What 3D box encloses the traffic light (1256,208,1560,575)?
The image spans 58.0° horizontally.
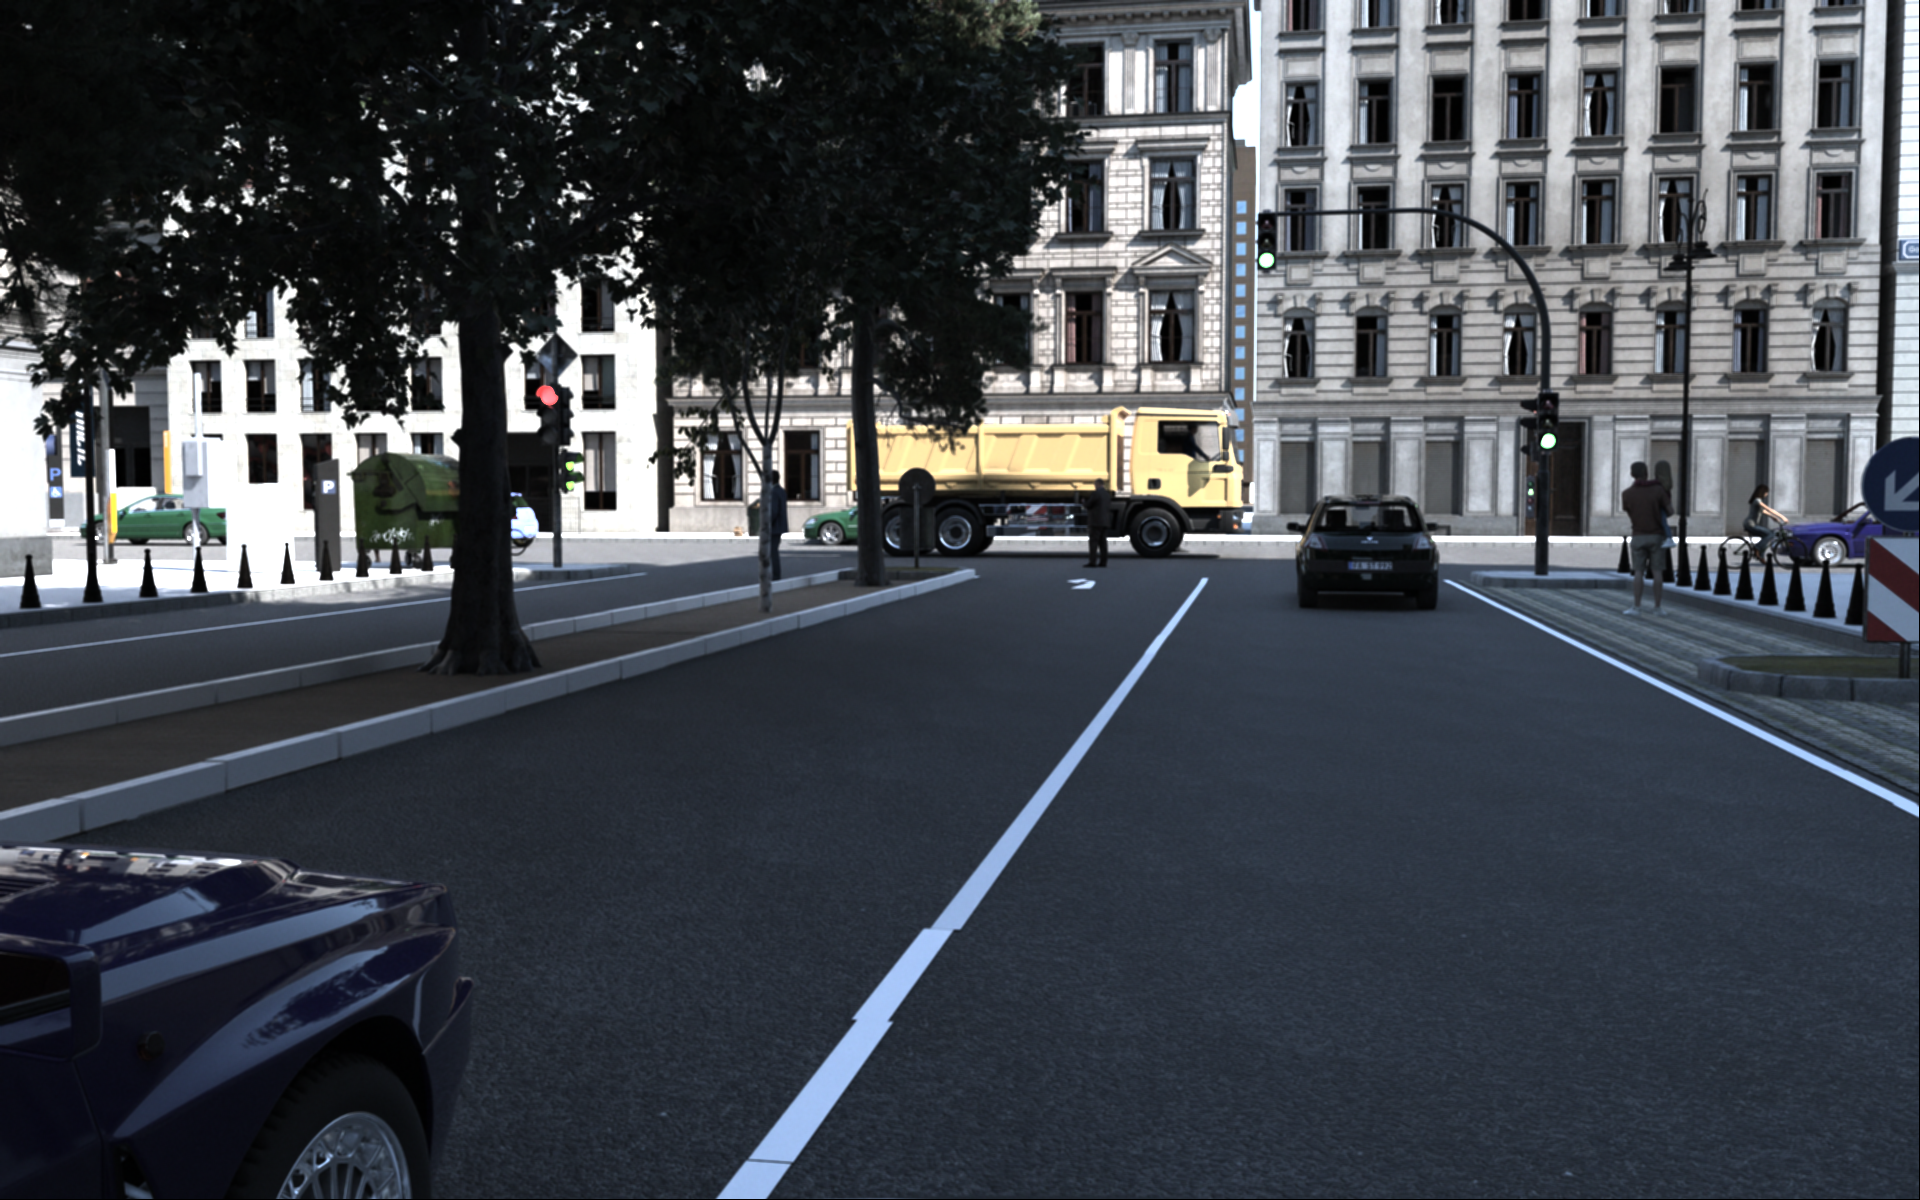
[{"bbox_3d":[7.108,-3.235,27.557,4.771,5.953,1.251,1,4,10],"label":"traffic light"}]

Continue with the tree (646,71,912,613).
[{"bbox_3d":[-2.318,-4.160,20.843,4.360,8.622,3.978,0,3,0],"label":"tree"}]

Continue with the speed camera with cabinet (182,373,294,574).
[{"bbox_3d":[-11.790,-2.074,28.250,2.038,3.252,0.660,2,4,30],"label":"speed camera with cabinet"}]

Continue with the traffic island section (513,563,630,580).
[{"bbox_3d":[-7.063,-0.493,30.341,2.009,0.180,2.903,1,4,10],"label":"traffic island section"}]

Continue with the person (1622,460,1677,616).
[{"bbox_3d":[8.129,-0.727,20.359,0.580,1.828,0.573,-1,4,-17],"label":"person"}]

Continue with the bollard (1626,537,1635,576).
[{"bbox_3d":[10.636,-0.680,27.166,0.229,0.601,0.229,0,3,0],"label":"bollard"}]

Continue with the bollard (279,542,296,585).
[{"bbox_3d":[-9.546,-0.522,24.578,0.229,0.601,0.229,0,3,0],"label":"bollard"}]

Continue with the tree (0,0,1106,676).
[{"bbox_3d":[-3.834,-5.770,13.805,9.611,12.733,9.660,0,3,0],"label":"tree"}]

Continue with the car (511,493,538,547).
[{"bbox_3d":[-13.248,-2.254,46.442,3.694,1.707,1.945,1,4,10],"label":"car"}]

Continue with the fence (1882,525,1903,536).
[{"bbox_3d":[10.386,-0.493,19.267,0.480,1.192,2.264,1,4,22],"label":"fence"}]

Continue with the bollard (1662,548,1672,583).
[{"bbox_3d":[10.274,-0.556,25.135,0.229,0.601,0.229,0,3,0],"label":"bollard"}]

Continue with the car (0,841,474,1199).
[{"bbox_3d":[-1.950,0.678,1.494,1.945,1.354,3.894,1,4,10],"label":"car"}]

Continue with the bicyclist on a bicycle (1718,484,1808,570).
[{"bbox_3d":[15.276,-1.401,32.920,1.625,1.676,1.499,1,4,9],"label":"bicyclist on a bicycle"}]

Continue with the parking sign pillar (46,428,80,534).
[{"bbox_3d":[-29.526,-4.163,56.536,1.447,3.967,1.447,-2,4,-27],"label":"parking sign pillar"}]

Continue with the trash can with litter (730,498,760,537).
[{"bbox_3d":[-6.341,-2.470,51.778,1.055,1.170,0.624,-1,4,-14],"label":"trash can with litter"}]

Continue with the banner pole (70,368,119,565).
[{"bbox_3d":[-15.722,-2.528,31.343,0.863,3.779,0.401,0,4,5],"label":"banner pole"}]

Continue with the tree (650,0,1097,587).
[{"bbox_3d":[-1.466,-6.241,26.559,6.751,12.117,7.091,0,3,0],"label":"tree"}]

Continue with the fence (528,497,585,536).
[{"bbox_3d":[-12.787,-2.603,53.759,2.264,1.192,0.480,1,4,12],"label":"fence"}]

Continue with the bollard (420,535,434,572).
[{"bbox_3d":[-8.817,-0.772,28.656,0.229,0.601,0.229,0,3,0],"label":"bollard"}]

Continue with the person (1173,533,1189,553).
[{"bbox_3d":[5.361,-2.070,42.472,0.434,1.807,0.598,-1,4,-14],"label":"person"}]

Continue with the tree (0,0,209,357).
[{"bbox_3d":[-5.375,-4.953,5.496,6.751,12.117,7.091,0,3,0],"label":"tree"}]

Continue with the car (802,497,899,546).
[{"bbox_3d":[-2.003,-2.248,48.550,4.920,1.459,2.131,1,4,10],"label":"car"}]

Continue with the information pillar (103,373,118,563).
[{"bbox_3d":[-15.895,-2.507,32.342,0.183,3.616,0.504,-3,5,-41],"label":"information pillar"}]

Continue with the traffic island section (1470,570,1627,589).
[{"bbox_3d":[9.221,-0.315,27.438,2.009,0.180,2.903,1,4,10],"label":"traffic island section"}]

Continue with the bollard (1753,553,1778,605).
[{"bbox_3d":[9.362,-0.245,20.044,0.229,0.601,0.229,0,3,0],"label":"bollard"}]

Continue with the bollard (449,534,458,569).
[{"bbox_3d":[-8.639,-0.834,29.674,0.229,0.601,0.229,0,3,0],"label":"bollard"}]

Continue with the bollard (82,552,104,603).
[{"bbox_3d":[-10.276,-0.273,20.506,0.229,0.601,0.229,0,3,0],"label":"bollard"}]

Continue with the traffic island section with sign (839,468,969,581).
[{"bbox_3d":[-0.860,-1.305,29.475,2.006,1.907,1.989,1,4,10],"label":"traffic island section with sign"}]

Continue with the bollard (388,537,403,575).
[{"bbox_3d":[-9.005,-0.708,27.624,0.229,0.601,0.229,0,3,0],"label":"bollard"}]

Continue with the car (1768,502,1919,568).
[{"bbox_3d":[18.194,-1.323,34.211,3.894,1.354,1.945,1,4,10],"label":"car"}]

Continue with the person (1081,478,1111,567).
[{"bbox_3d":[2.662,-1.520,34.032,0.600,1.739,0.565,1,4,16],"label":"person"}]

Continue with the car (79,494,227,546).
[{"bbox_3d":[-22.330,-2.266,48.845,4.920,1.459,2.131,1,4,9],"label":"car"}]

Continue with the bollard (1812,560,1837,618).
[{"bbox_3d":[9.004,-0.121,18.021,0.229,0.601,0.229,0,3,0],"label":"bollard"}]

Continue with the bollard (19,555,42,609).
[{"bbox_3d":[-10.462,-0.210,19.477,0.229,0.601,0.229,0,3,0],"label":"bollard"}]

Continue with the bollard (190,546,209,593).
[{"bbox_3d":[-9.910,-0.398,22.548,0.229,0.601,0.229,0,3,0],"label":"bollard"}]

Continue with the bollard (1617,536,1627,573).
[{"bbox_3d":[10.816,-0.742,28.179,0.229,0.601,0.229,0,3,0],"label":"bollard"}]

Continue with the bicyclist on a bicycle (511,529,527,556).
[{"bbox_3d":[-10.839,-1.853,40.322,1.625,1.676,1.499,1,4,12],"label":"bicyclist on a bicycle"}]

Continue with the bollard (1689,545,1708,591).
[{"bbox_3d":[9.910,-0.431,23.094,0.229,0.601,0.229,0,3,0],"label":"bollard"}]

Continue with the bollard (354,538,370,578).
[{"bbox_3d":[-9.187,-0.646,26.603,0.229,0.601,0.229,0,3,0],"label":"bollard"}]

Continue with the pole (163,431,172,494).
[{"bbox_3d":[-25.587,-3.799,55.957,0.158,3.312,0.155,0,3,0],"label":"pole"}]

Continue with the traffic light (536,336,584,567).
[{"bbox_3d":[-7.025,-2.525,30.199,0.839,4.253,0.868,1,4,10],"label":"traffic light"}]

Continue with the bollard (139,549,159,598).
[{"bbox_3d":[-10.094,-0.336,21.532,0.229,0.601,0.229,0,3,0],"label":"bollard"}]

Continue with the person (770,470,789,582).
[{"bbox_3d":[-2.858,-1.103,26.715,0.419,1.800,0.721,0,4,1],"label":"person"}]

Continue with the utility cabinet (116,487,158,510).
[{"bbox_3d":[-26.791,-2.920,56.414,1.173,1.500,0.318,-1,4,-9],"label":"utility cabinet"}]

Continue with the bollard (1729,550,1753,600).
[{"bbox_3d":[9.544,-0.307,21.054,0.229,0.601,0.229,0,3,0],"label":"bollard"}]

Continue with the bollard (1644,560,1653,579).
[{"bbox_3d":[10.458,-0.618,26.145,0.229,0.601,0.229,0,3,0],"label":"bollard"}]

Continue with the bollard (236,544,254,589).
[{"bbox_3d":[-9.732,-0.460,23.559,0.229,0.601,0.229,0,3,0],"label":"bollard"}]

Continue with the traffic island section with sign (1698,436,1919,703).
[{"bbox_3d":[6.612,-0.252,12.756,1.989,1.847,2.006,1,4,10],"label":"traffic island section with sign"}]

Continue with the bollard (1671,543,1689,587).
[{"bbox_3d":[10.089,-0.493,24.105,0.229,0.601,0.229,0,3,0],"label":"bollard"}]

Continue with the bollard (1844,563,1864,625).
[{"bbox_3d":[8.819,-0.059,17.011,0.229,0.601,0.229,0,3,0],"label":"bollard"}]

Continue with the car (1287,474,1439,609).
[{"bbox_3d":[5.372,-0.813,23.074,2.009,1.686,4.222,1,4,11],"label":"car"}]

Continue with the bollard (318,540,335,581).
[{"bbox_3d":[-9.367,-0.584,25.592,0.229,0.601,0.229,0,3,0],"label":"bollard"}]

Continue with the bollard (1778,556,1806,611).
[{"bbox_3d":[9.184,-0.183,19.032,0.229,0.601,0.229,0,3,0],"label":"bollard"}]

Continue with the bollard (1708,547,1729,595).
[{"bbox_3d":[9.728,-0.370,22.084,0.229,0.601,0.229,0,3,0],"label":"bollard"}]

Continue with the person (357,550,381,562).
[{"bbox_3d":[-11.734,-1.572,34.435,0.641,1.798,0.478,2,4,27],"label":"person"}]
